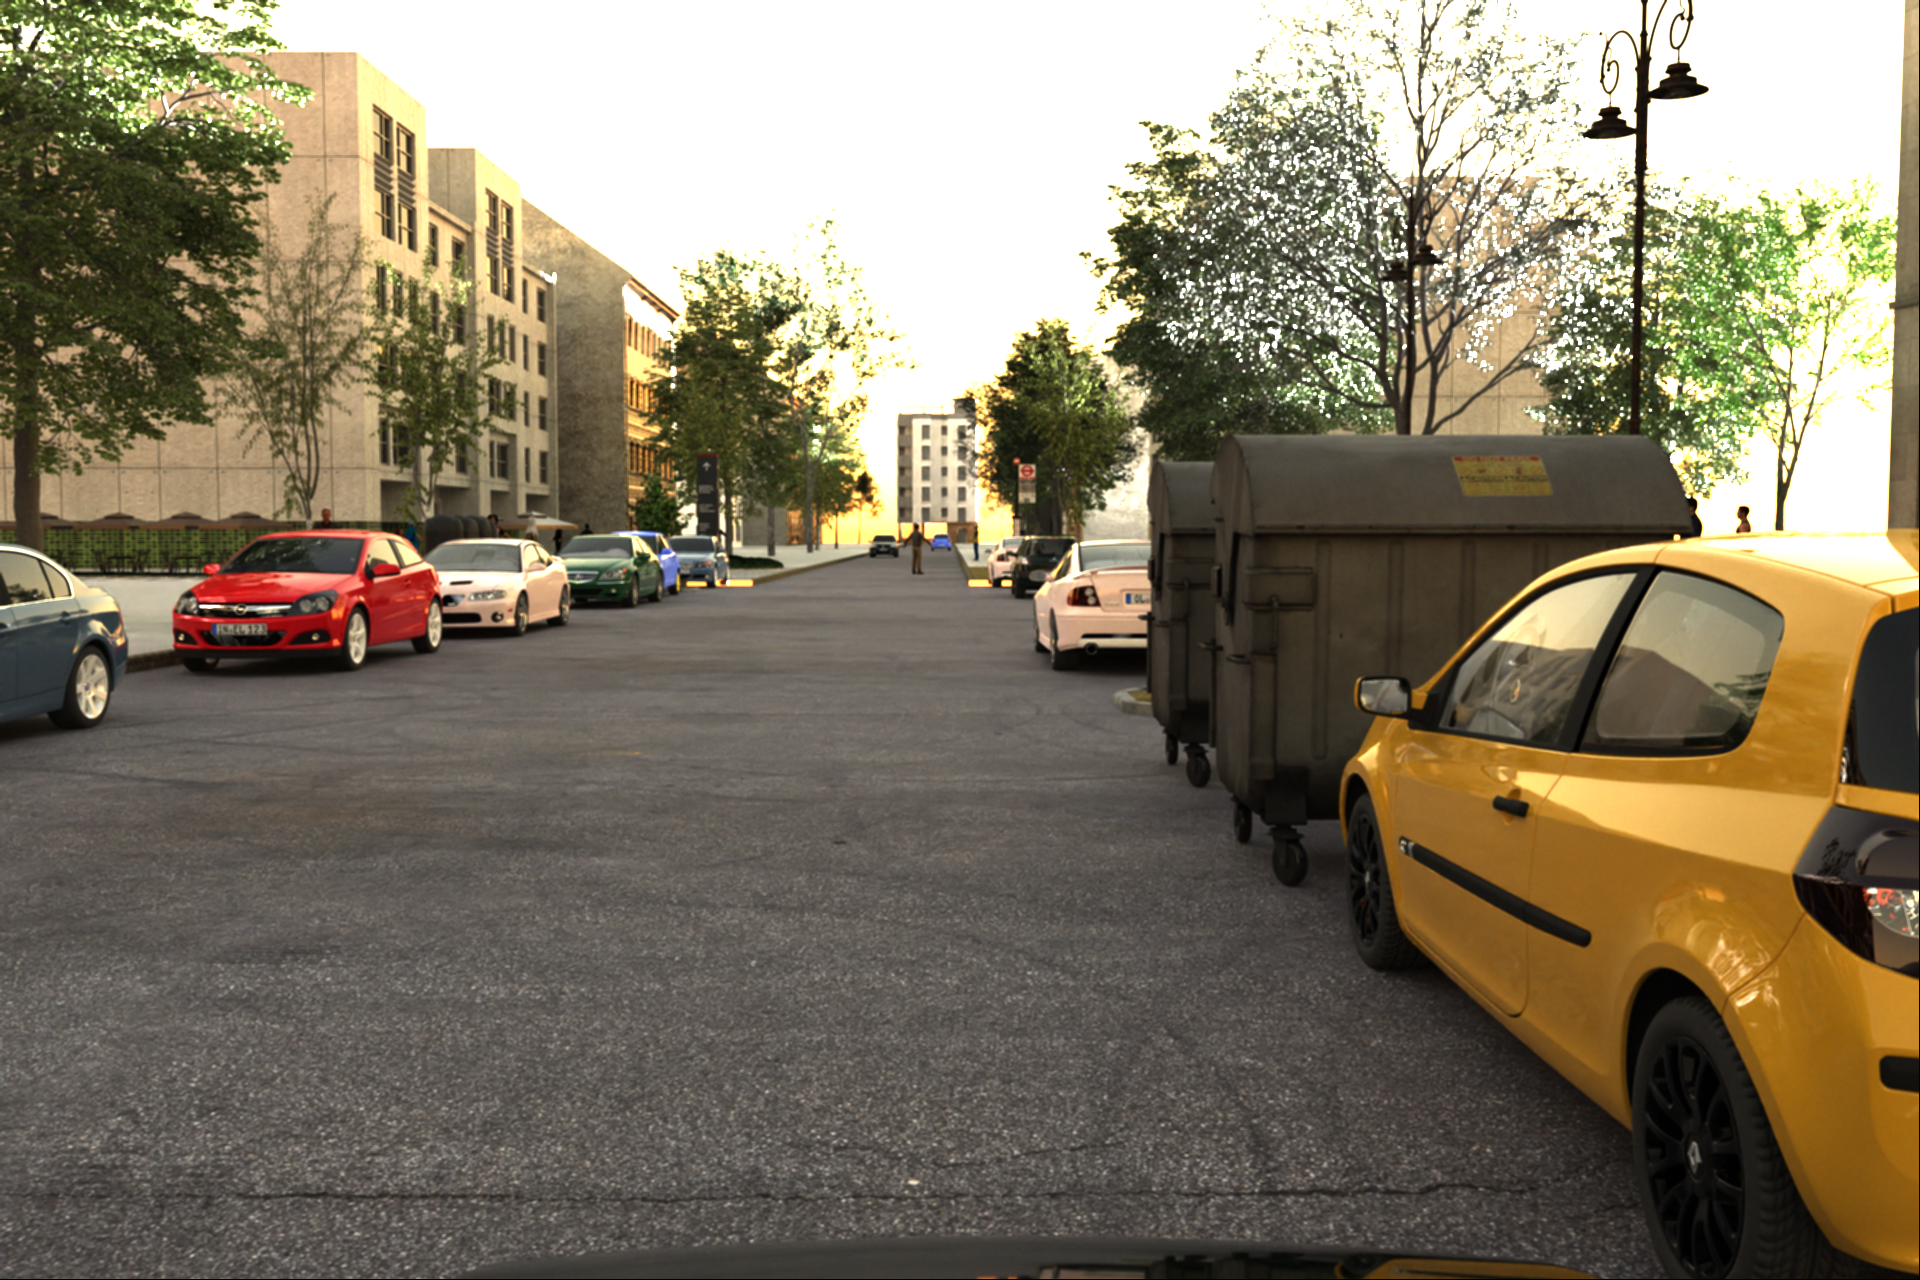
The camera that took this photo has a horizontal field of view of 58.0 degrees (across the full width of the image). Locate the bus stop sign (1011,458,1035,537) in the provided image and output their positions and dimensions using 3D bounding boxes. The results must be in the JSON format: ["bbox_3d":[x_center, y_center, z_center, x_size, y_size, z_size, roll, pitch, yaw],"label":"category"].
[{"bbox_3d":[2.200,-4.386,60.410,0.855,3.939,0.416,0,4,-1],"label":"bus stop sign"}]

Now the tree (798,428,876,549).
[{"bbox_3d":[-10.526,-13.239,150.876,8.767,10.594,7.601,3,5,44],"label":"tree"}]

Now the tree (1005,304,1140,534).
[{"bbox_3d":[3.652,-6.491,56.490,4.737,8.622,4.395,0,3,0],"label":"tree"}]

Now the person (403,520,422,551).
[{"bbox_3d":[-20.560,-3.606,65.080,1.347,1.817,0.704,3,4,37],"label":"person"}]

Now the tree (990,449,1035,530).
[{"bbox_3d":[4.356,-11.394,136.656,4.737,8.622,4.395,0,3,0],"label":"tree"}]

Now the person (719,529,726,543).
[{"bbox_3d":[-11.112,-4.471,79.238,1.346,1.812,0.704,0,4,7],"label":"person"}]

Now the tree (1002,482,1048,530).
[{"bbox_3d":[4.724,-10.923,128.958,4.360,8.622,3.978,0,3,0],"label":"tree"}]

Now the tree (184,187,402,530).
[{"bbox_3d":[-13.399,-5.249,36.182,4.360,8.622,3.978,0,3,0],"label":"tree"}]

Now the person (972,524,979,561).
[{"bbox_3d":[0.697,-4.702,83.343,0.721,1.772,1.216,0,4,5],"label":"person"}]

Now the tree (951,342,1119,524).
[{"bbox_3d":[4.673,-11.897,104.890,12.009,13.543,11.850,0,3,0],"label":"tree"}]

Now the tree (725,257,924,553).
[{"bbox_3d":[-9.334,-16.072,118.659,12.611,20.169,13.585,0,3,0],"label":"tree"}]

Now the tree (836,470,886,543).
[{"bbox_3d":[-13.767,-18.787,241.571,7.601,10.594,8.767,0,4,-4],"label":"tree"}]

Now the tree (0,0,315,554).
[{"bbox_3d":[-13.102,-6.492,24.271,7.486,12.596,7.792,0,3,0],"label":"tree"}]

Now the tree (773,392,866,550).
[{"bbox_3d":[-11.363,-13.496,138.781,7.486,12.596,7.792,0,3,0],"label":"tree"}]

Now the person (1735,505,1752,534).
[{"bbox_3d":[14.392,-1.576,31.928,0.704,1.807,1.345,2,4,30],"label":"person"}]

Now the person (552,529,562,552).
[{"bbox_3d":[-18.678,-4.539,80.401,0.705,1.806,1.347,-2,4,-27],"label":"person"}]

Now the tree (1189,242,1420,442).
[{"bbox_3d":[11.187,-8.113,58.398,9.928,11.665,9.643,0,3,0],"label":"tree"}]

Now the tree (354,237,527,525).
[{"bbox_3d":[-13.434,-5.728,44.019,4.737,8.622,4.395,0,3,0],"label":"tree"}]

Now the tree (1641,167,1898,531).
[{"bbox_3d":[23.626,-7.555,49.283,9.928,11.665,9.643,0,3,0],"label":"tree"}]

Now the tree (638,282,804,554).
[{"bbox_3d":[-10.986,-9.827,78.801,7.486,12.596,7.792,0,3,0],"label":"tree"}]

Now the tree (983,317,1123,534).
[{"bbox_3d":[4.630,-10.587,91.222,7.486,12.596,7.792,0,3,0],"label":"tree"}]

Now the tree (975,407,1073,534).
[{"bbox_3d":[4.552,-11.418,121.100,7.601,10.594,8.767,-1,4,-14],"label":"tree"}]

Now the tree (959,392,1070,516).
[{"bbox_3d":[4.856,-14.559,148.415,12.009,13.543,11.850,0,3,0],"label":"tree"}]

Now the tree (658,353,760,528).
[{"bbox_3d":[-10.275,-7.341,70.382,4.737,8.622,4.395,0,3,0],"label":"tree"}]

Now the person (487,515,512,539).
[{"bbox_3d":[-13.143,-2.607,48.770,1.345,1.843,0.704,-2,4,-24],"label":"person"}]

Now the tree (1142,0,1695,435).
[{"bbox_3d":[8.490,-7.481,32.680,12.009,13.543,11.850,0,3,0],"label":"tree"}]

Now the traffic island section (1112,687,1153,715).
[{"bbox_3d":[2.296,0.517,14.417,1.991,0.108,1.994,0,4,0],"label":"traffic island section"}]

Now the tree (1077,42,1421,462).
[{"bbox_3d":[7.912,-8.561,46.634,9.857,13.997,8.962,0,3,0],"label":"tree"}]

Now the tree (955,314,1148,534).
[{"bbox_3d":[4.261,-8.483,73.104,8.767,10.594,7.601,-2,4,-33],"label":"tree"}]

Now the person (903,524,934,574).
[{"bbox_3d":[-1.528,-3.262,62.059,1.348,1.796,0.705,2,4,35],"label":"person"}]

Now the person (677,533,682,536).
[{"bbox_3d":[-8.515,-2.629,52.245,0.991,1.433,0.599,1,4,21],"label":"person"}]

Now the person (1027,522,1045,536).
[{"bbox_3d":[3.545,-4.464,79.121,1.348,1.813,0.705,1,4,18],"label":"person"}]

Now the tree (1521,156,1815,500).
[{"bbox_3d":[24.283,-9.379,60.007,9.857,13.997,8.962,0,3,0],"label":"tree"}]

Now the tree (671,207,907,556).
[{"bbox_3d":[-9.833,-14.940,100.164,12.611,20.169,13.585,0,3,0],"label":"tree"}]

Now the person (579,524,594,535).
[{"bbox_3d":[-17.016,-4.414,78.896,1.216,1.740,0.721,-2,4,-31],"label":"person"}]

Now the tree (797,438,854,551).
[{"bbox_3d":[-10.413,-11.030,130.700,4.737,8.622,4.395,0,3,0],"label":"tree"}]

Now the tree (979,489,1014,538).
[{"bbox_3d":[6.087,-18.700,240.159,7.601,10.594,8.767,0,4,4],"label":"tree"}]
